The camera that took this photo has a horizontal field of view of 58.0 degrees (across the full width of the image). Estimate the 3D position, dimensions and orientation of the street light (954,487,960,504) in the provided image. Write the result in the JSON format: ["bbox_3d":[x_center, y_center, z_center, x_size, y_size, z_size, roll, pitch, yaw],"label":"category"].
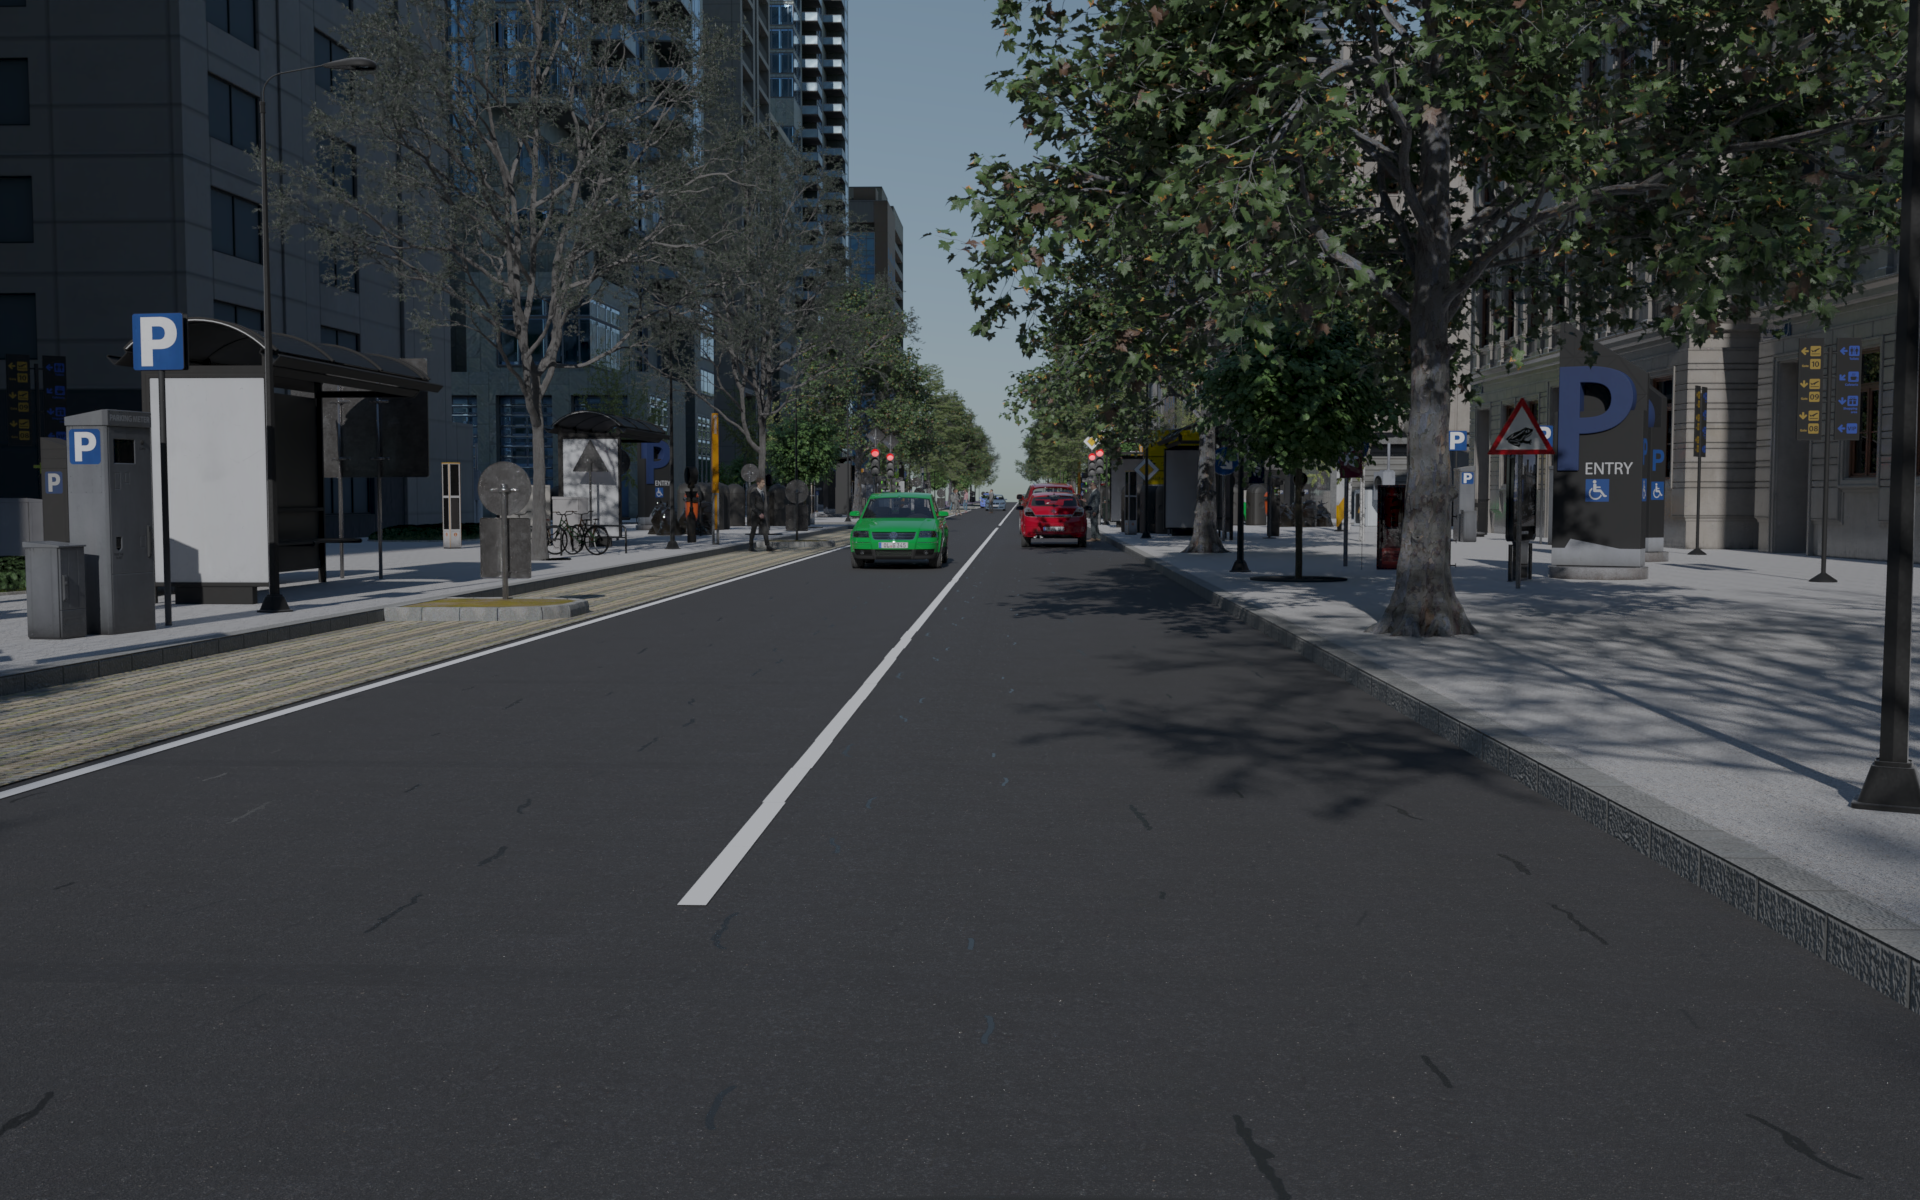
[{"bbox_3d":[-0.997,-12.566,177.991,1.470,5.913,1.316,0,4,2],"label":"street light"}]

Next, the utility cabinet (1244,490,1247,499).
[{"bbox_3d":[17.465,-5.801,103.523,1.173,1.500,0.318,1,4,22],"label":"utility cabinet"}]

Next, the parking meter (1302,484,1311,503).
[{"bbox_3d":[17.800,-5.091,88.950,0.399,1.863,0.255,1,4,19],"label":"parking meter"}]

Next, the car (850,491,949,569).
[{"bbox_3d":[-1.180,-1.587,34.740,1.959,1.807,4.718,0,4,2],"label":"car"}]

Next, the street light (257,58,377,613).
[{"bbox_3d":[-6.905,-2.818,18.619,1.470,5.913,1.316,0,4,2],"label":"street light"}]

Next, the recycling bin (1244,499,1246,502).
[{"bbox_3d":[15.461,-4.877,92.293,0.722,1.027,0.722,-3,5,-43],"label":"recycling bin"}]

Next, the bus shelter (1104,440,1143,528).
[{"bbox_3d":[6.408,-4.264,63.643,2.014,3.302,5.546,0,4,2],"label":"bus shelter"}]

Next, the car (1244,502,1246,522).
[{"bbox_3d":[10.765,-4.145,76.570,4.718,1.807,1.959,0,4,0],"label":"car"}]

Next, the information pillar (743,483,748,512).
[{"bbox_3d":[-14.603,-6.943,118.016,0.304,2.012,0.304,0,4,-6],"label":"information pillar"}]

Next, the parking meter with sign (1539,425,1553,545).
[{"bbox_3d":[15.078,-2.876,43.288,0.543,3.016,1.738,-1,4,-19],"label":"parking meter with sign"}]

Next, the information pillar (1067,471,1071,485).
[{"bbox_3d":[9.447,-9.705,150.025,0.504,3.616,0.183,3,5,41],"label":"information pillar"}]

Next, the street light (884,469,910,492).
[{"bbox_3d":[-3.856,-7.904,101.774,1.470,5.913,1.316,0,4,2],"label":"street light"}]

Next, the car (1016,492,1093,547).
[{"bbox_3d":[2.615,-2.387,48.072,2.155,1.783,4.494,0,4,3],"label":"car"}]

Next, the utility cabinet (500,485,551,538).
[{"bbox_3d":[-10.694,-2.075,42.605,1.173,1.500,0.318,-2,4,-33],"label":"utility cabinet"}]

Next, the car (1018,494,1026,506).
[{"bbox_3d":[7.448,-11.306,194.636,2.009,1.686,4.222,0,4,3],"label":"car"}]

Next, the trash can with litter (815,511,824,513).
[{"bbox_3d":[-10.395,-6.691,120.463,1.678,1.210,2.233,-3,5,-42],"label":"trash can with litter"}]

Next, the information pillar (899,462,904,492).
[{"bbox_3d":[-3.772,-7.347,111.480,0.183,3.616,0.504,-3,5,-39],"label":"information pillar"}]

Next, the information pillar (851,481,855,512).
[{"bbox_3d":[-5.971,-5.697,97.637,0.304,2.012,0.304,-1,4,-15],"label":"information pillar"}]

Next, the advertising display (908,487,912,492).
[{"bbox_3d":[-4.308,-8.191,139.138,0.974,1.923,0.123,1,4,19],"label":"advertising display"}]

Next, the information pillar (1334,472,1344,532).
[{"bbox_3d":[13.083,-4.161,59.394,0.504,3.616,0.183,-3,5,-43],"label":"information pillar"}]

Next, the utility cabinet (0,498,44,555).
[{"bbox_3d":[-14.372,-0.939,26.515,1.020,1.237,0.306,2,4,34],"label":"utility cabinet"}]

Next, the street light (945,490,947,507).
[{"bbox_3d":[-1.735,-11.236,156.253,1.470,5.913,1.316,0,4,2],"label":"street light"}]

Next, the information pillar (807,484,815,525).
[{"bbox_3d":[-6.315,-4.188,72.968,0.304,2.012,0.304,1,4,20],"label":"information pillar"}]

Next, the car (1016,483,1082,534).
[{"bbox_3d":[3.114,-3.145,60.092,2.281,1.827,5.304,0,4,0],"label":"car"}]

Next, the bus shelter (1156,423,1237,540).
[{"bbox_3d":[6.919,-3.458,50.465,2.014,3.302,5.546,0,4,2],"label":"bus shelter"}]

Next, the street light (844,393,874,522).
[{"bbox_3d":[-4.634,-6.566,79.890,1.470,5.913,1.316,0,4,2],"label":"street light"}]

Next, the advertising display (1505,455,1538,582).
[{"bbox_3d":[8.306,-1.249,25.638,0.123,1.923,0.974,3,4,37],"label":"advertising display"}]

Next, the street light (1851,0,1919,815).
[{"bbox_3d":[3.284,-2.105,6.952,1.470,5.913,1.316,0,4,2],"label":"street light"}]

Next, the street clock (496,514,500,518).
[{"bbox_3d":[-15.692,-3.330,59.021,0.471,2.002,0.358,-3,4,-38],"label":"street clock"}]

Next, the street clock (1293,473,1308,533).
[{"bbox_3d":[11.126,-3.187,56.684,0.471,2.002,0.358,0,4,6],"label":"street clock"}]

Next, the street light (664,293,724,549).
[{"bbox_3d":[-6.148,-4.132,40.100,1.470,5.913,1.316,0,4,2],"label":"street light"}]

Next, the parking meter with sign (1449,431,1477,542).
[{"bbox_3d":[13.630,-3.096,46.880,0.543,3.016,1.738,0,4,2],"label":"parking meter with sign"}]

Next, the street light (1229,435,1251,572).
[{"bbox_3d":[4.084,-3.418,28.432,1.470,5.913,1.316,0,4,2],"label":"street light"}]

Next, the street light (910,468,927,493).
[{"bbox_3d":[-3.034,-9.218,123.253,1.470,5.913,1.316,0,4,2],"label":"street light"}]

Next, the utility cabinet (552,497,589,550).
[{"bbox_3d":[-8.965,-1.758,39.909,1.020,1.237,0.306,3,5,41],"label":"utility cabinet"}]

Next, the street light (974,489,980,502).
[{"bbox_3d":[2.166,-17.715,262.183,1.470,5.913,1.316,0,4,2],"label":"street light"}]

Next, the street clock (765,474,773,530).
[{"bbox_3d":[-6.881,-3.484,61.533,0.358,2.002,0.471,2,4,30],"label":"street clock"}]

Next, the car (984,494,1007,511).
[{"bbox_3d":[3.041,-8.321,148.053,2.014,1.417,4.499,0,4,2],"label":"car"}]

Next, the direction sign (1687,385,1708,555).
[{"bbox_3d":[15.566,-2.720,36.470,0.379,3.537,0.876,3,4,37],"label":"direction sign"}]

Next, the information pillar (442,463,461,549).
[{"bbox_3d":[-11.900,-2.205,40.539,0.304,2.012,0.304,3,5,42],"label":"information pillar"}]

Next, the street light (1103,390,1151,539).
[{"bbox_3d":[4.842,-4.732,49.913,1.470,5.913,1.316,0,4,2],"label":"street light"}]

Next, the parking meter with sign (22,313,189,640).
[{"bbox_3d":[-7.874,-1.207,15.988,0.543,3.016,1.738,1,4,11],"label":"parking meter with sign"}]

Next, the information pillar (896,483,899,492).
[{"bbox_3d":[-4.091,-6.490,110.599,0.304,2.012,0.304,2,4,32],"label":"information pillar"}]

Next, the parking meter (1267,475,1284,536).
[{"bbox_3d":[9.536,-2.872,52.672,0.255,1.863,0.399,-1,4,-22],"label":"parking meter"}]

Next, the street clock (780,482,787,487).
[{"bbox_3d":[-8.406,-4.834,83.613,0.471,2.002,0.358,1,4,13],"label":"street clock"}]

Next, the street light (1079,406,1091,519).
[{"bbox_3d":[5.506,-6.046,71.398,1.470,5.913,1.316,0,4,2],"label":"street light"}]

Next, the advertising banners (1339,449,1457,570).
[{"bbox_3d":[7.340,-2.024,29.287,2.074,3.025,0.090,1,4,9],"label":"advertising banners"}]

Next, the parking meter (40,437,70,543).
[{"bbox_3d":[-9.229,-0.745,17.885,0.399,1.863,0.255,1,4,18],"label":"parking meter"}]

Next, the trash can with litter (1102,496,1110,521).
[{"bbox_3d":[7.233,-4.315,81.935,1.055,1.170,0.624,1,4,14],"label":"trash can with litter"}]

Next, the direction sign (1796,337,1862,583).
[{"bbox_3d":[12.595,-2.029,25.165,0.876,3.537,0.379,0,4,4],"label":"direction sign"}]

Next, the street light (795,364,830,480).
[{"bbox_3d":[-5.321,-5.469,61.967,1.470,5.913,1.316,0,4,2],"label":"street light"}]

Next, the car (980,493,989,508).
[{"bbox_3d":[2.979,-10.226,176.787,1.945,1.707,3.694,0,4,4],"label":"car"}]

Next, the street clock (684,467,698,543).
[{"bbox_3d":[-7.082,-2.514,45.668,0.358,2.002,0.471,-2,4,-29],"label":"street clock"}]

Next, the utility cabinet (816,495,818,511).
[{"bbox_3d":[-10.612,-7.101,127.261,0.306,1.237,1.020,0,4,-2],"label":"utility cabinet"}]

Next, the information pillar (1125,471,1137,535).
[{"bbox_3d":[5.378,-3.057,54.477,0.304,2.012,0.304,-1,4,-20],"label":"information pillar"}]

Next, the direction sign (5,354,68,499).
[{"bbox_3d":[-15.032,-2.219,28.276,0.876,3.537,0.379,-3,4,-36],"label":"direction sign"}]
